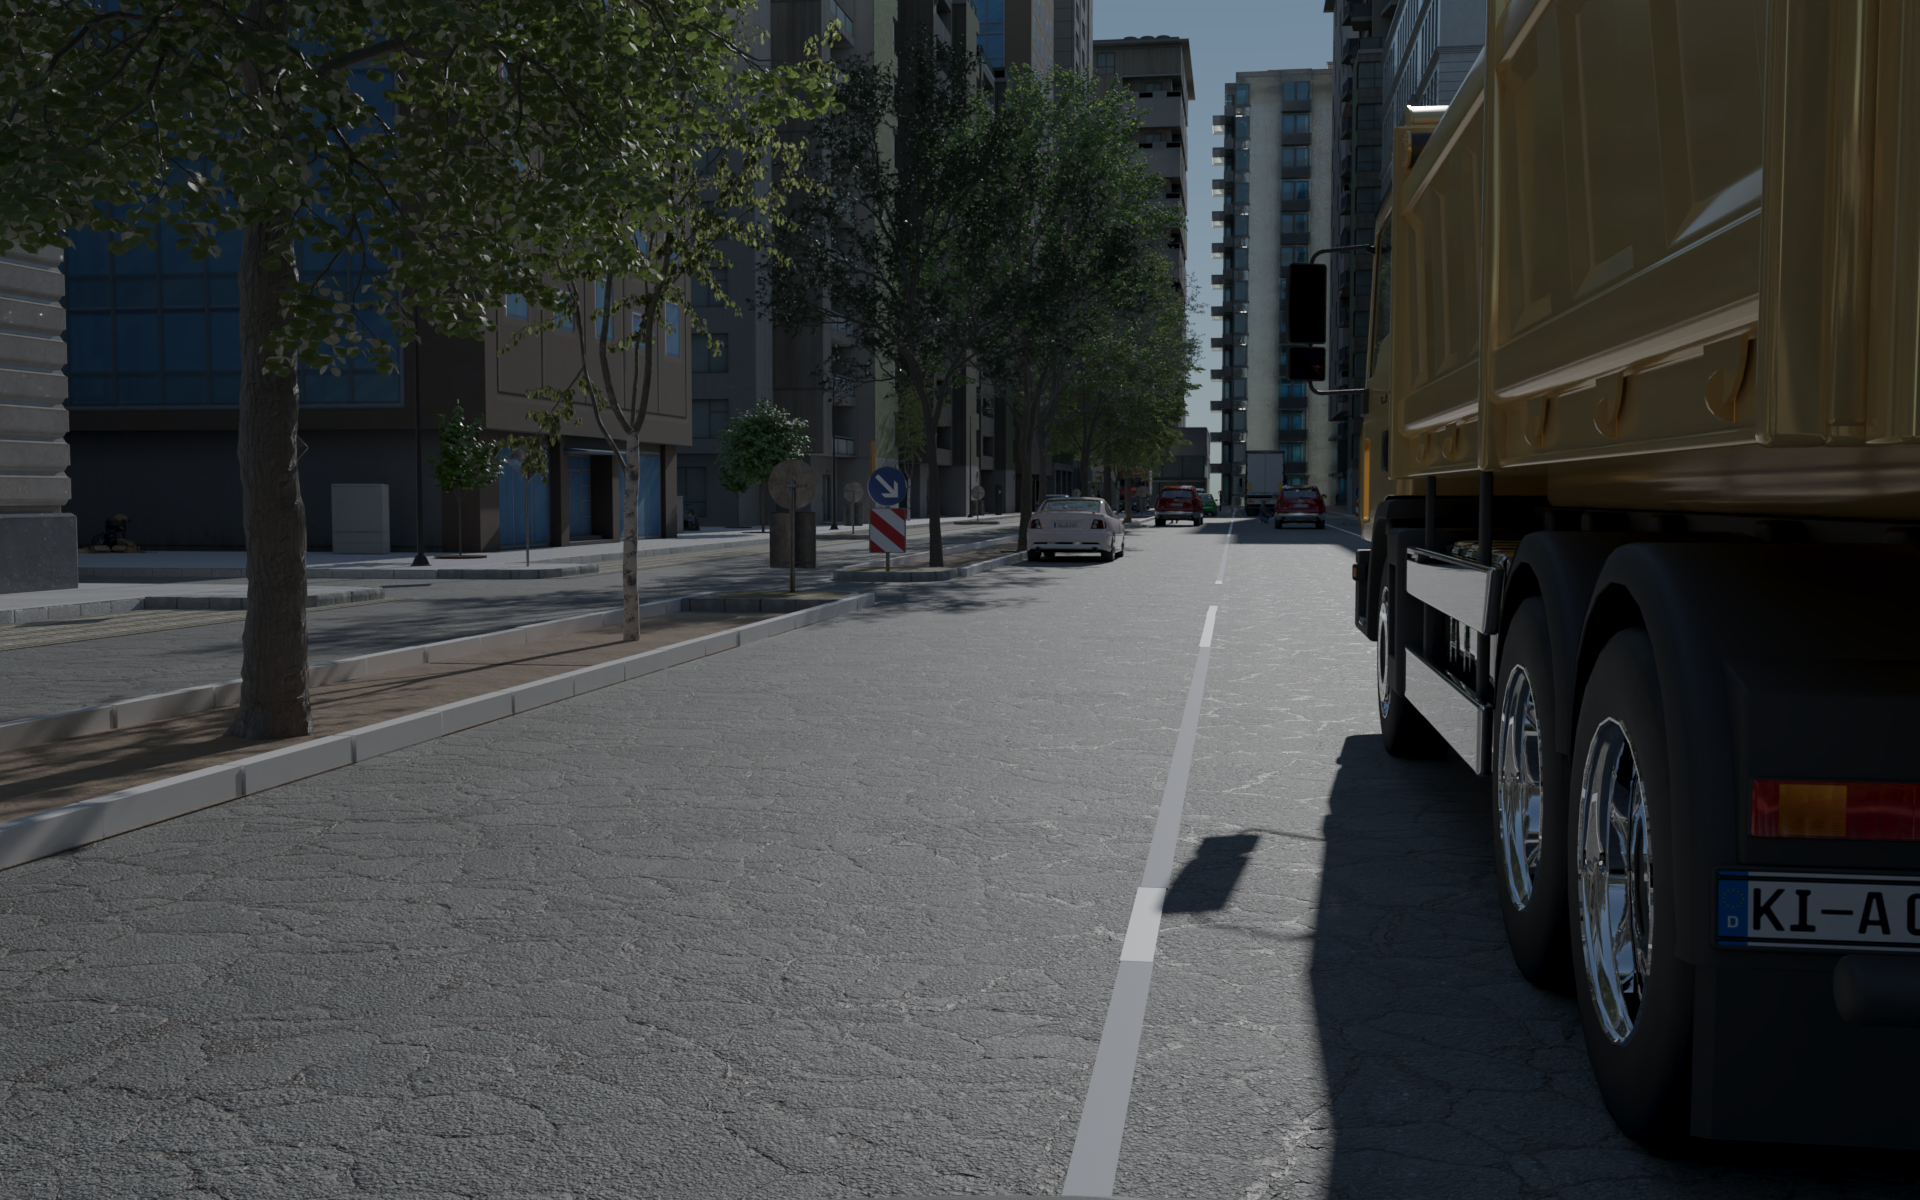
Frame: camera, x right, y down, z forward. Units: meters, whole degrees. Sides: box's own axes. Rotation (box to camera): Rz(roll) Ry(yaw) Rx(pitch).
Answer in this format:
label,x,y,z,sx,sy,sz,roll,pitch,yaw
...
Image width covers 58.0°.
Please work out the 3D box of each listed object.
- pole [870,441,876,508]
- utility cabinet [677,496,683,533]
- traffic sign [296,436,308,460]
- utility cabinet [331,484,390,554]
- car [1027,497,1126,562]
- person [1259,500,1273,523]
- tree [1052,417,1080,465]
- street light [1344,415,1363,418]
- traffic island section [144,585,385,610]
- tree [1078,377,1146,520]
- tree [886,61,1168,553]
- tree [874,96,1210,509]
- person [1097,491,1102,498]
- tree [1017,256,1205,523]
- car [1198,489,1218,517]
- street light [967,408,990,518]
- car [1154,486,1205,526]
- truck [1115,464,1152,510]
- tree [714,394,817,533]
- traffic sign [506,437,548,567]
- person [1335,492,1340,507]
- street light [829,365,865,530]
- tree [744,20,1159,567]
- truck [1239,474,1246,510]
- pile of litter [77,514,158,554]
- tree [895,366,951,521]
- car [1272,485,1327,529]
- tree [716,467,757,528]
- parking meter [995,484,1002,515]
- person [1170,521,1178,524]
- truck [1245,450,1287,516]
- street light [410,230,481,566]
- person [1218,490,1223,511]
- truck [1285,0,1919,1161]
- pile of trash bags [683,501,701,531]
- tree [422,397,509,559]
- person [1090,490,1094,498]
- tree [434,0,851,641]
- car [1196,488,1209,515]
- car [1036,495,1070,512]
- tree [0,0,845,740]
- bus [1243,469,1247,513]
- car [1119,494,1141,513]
label,x,y,z,sx,sy,sz,roll,pitch,yaw
pole,-3.342,-4.441,66.454,0.158,3.312,0.155,0,3,0
utility cabinet,-9.638,-2.802,56.981,1.020,1.237,0.306,-2,4,-30
traffic sign,-8.918,-1.167,22.725,0.795,2.450,0.064,1,4,9
utility cabinet,-12.764,-1.726,36.904,1.173,1.500,0.318,1,4,11
car,2.585,-1.578,38.162,2.083,1.381,4.827,1,4,10
person,14.974,-4.311,84.491,0.738,1.151,1.012,3,4,38
tree,9.272,-12.694,157.905,4.737,8.622,4.395,0,3,0
street light,23.254,-7.900,101.712,1.470,5.913,1.316,1,4,9
traffic island section,-8.942,-0.031,22.790,2.009,0.180,2.903,1,4,9
tree,7.321,-7.787,80.136,4.360,8.622,3.978,0,3,0
tree,1.665,-6.932,41.544,9.928,11.665,9.643,0,3,0
tree,2.555,-8.584,53.174,12.009,13.543,11.850,0,3,0
person,12.409,-8.851,153.927,0.721,1.735,1.217,-1,4,-18
tree,6.139,-9.315,72.882,7.486,12.596,7.792,0,3,0
car,15.573,-6.268,111.283,1.959,1.807,4.718,1,4,11
street light,1.097,-7.427,93.974,1.470,5.913,1.316,1,4,9
car,9.999,-4.294,78.881,2.281,1.827,5.304,1,4,10
truck,15.629,-10.135,154.619,2.839,4.237,11.283,1,4,9
tree,-6.422,-4.492,57.153,4.285,4.588,4.351,0,3,0
traffic sign,-7.651,-1.649,30.609,0.795,2.450,0.064,1,4,9
person,39.140,-10.416,179.715,0.530,1.710,0.541,-1,4,-8
street light,-3.999,-5.481,62.151,1.470,5.913,1.316,1,4,9
tree,-0.369,-5.876,32.942,8.767,10.594,7.601,1,4,9
truck,26.686,-9.709,154.661,3.469,3.379,9.791,1,4,9
pile of litter,-18.443,-1.453,37.719,1.719,0.858,1.176,1,4,12
tree,-2.475,-8.126,83.223,4.737,8.622,4.395,0,3,0
car,14.178,-3.895,72.355,2.281,1.827,5.304,1,4,10
tree,-8.424,-4.321,65.242,1.663,3.219,1.824,0,3,0
parking meter,2.344,-6.061,104.816,0.399,1.863,0.255,-3,4,-38
person,10.446,-4.623,84.294,0.606,1.804,0.583,-2,4,-29
truck,20.456,-7.772,115.979,2.839,4.237,11.283,1,4,10
street light,-9.094,-3.554,30.657,1.470,5.913,1.316,1,4,9
person,21.947,-8.324,145.315,0.721,1.743,1.217,1,4,15
truck,3.238,-0.691,7.226,3.469,3.379,9.791,1,4,9
pile of trash bags,-10.709,-3.050,59.620,1.912,1.369,3.447,3,4,38
tree,-10.052,-2.437,34.447,1.663,3.219,1.824,0,3,0
person,10.392,-7.725,135.541,0.721,1.736,1.217,0,4,-6
tree,-3.174,-3.915,16.829,4.360,8.622,3.978,0,3,0
car,15.916,-6.676,117.825,2.281,1.827,5.304,1,4,8
car,4.981,-4.750,89.662,2.014,1.417,4.499,1,4,9
tree,-4.090,-5.487,10.301,7.486,12.596,7.792,0,3,0
bus,22.803,-8.510,130.680,2.896,3.916,12.252,1,4,10
car,13.170,-7.654,134.934,2.009,1.686,4.222,0,4,8
